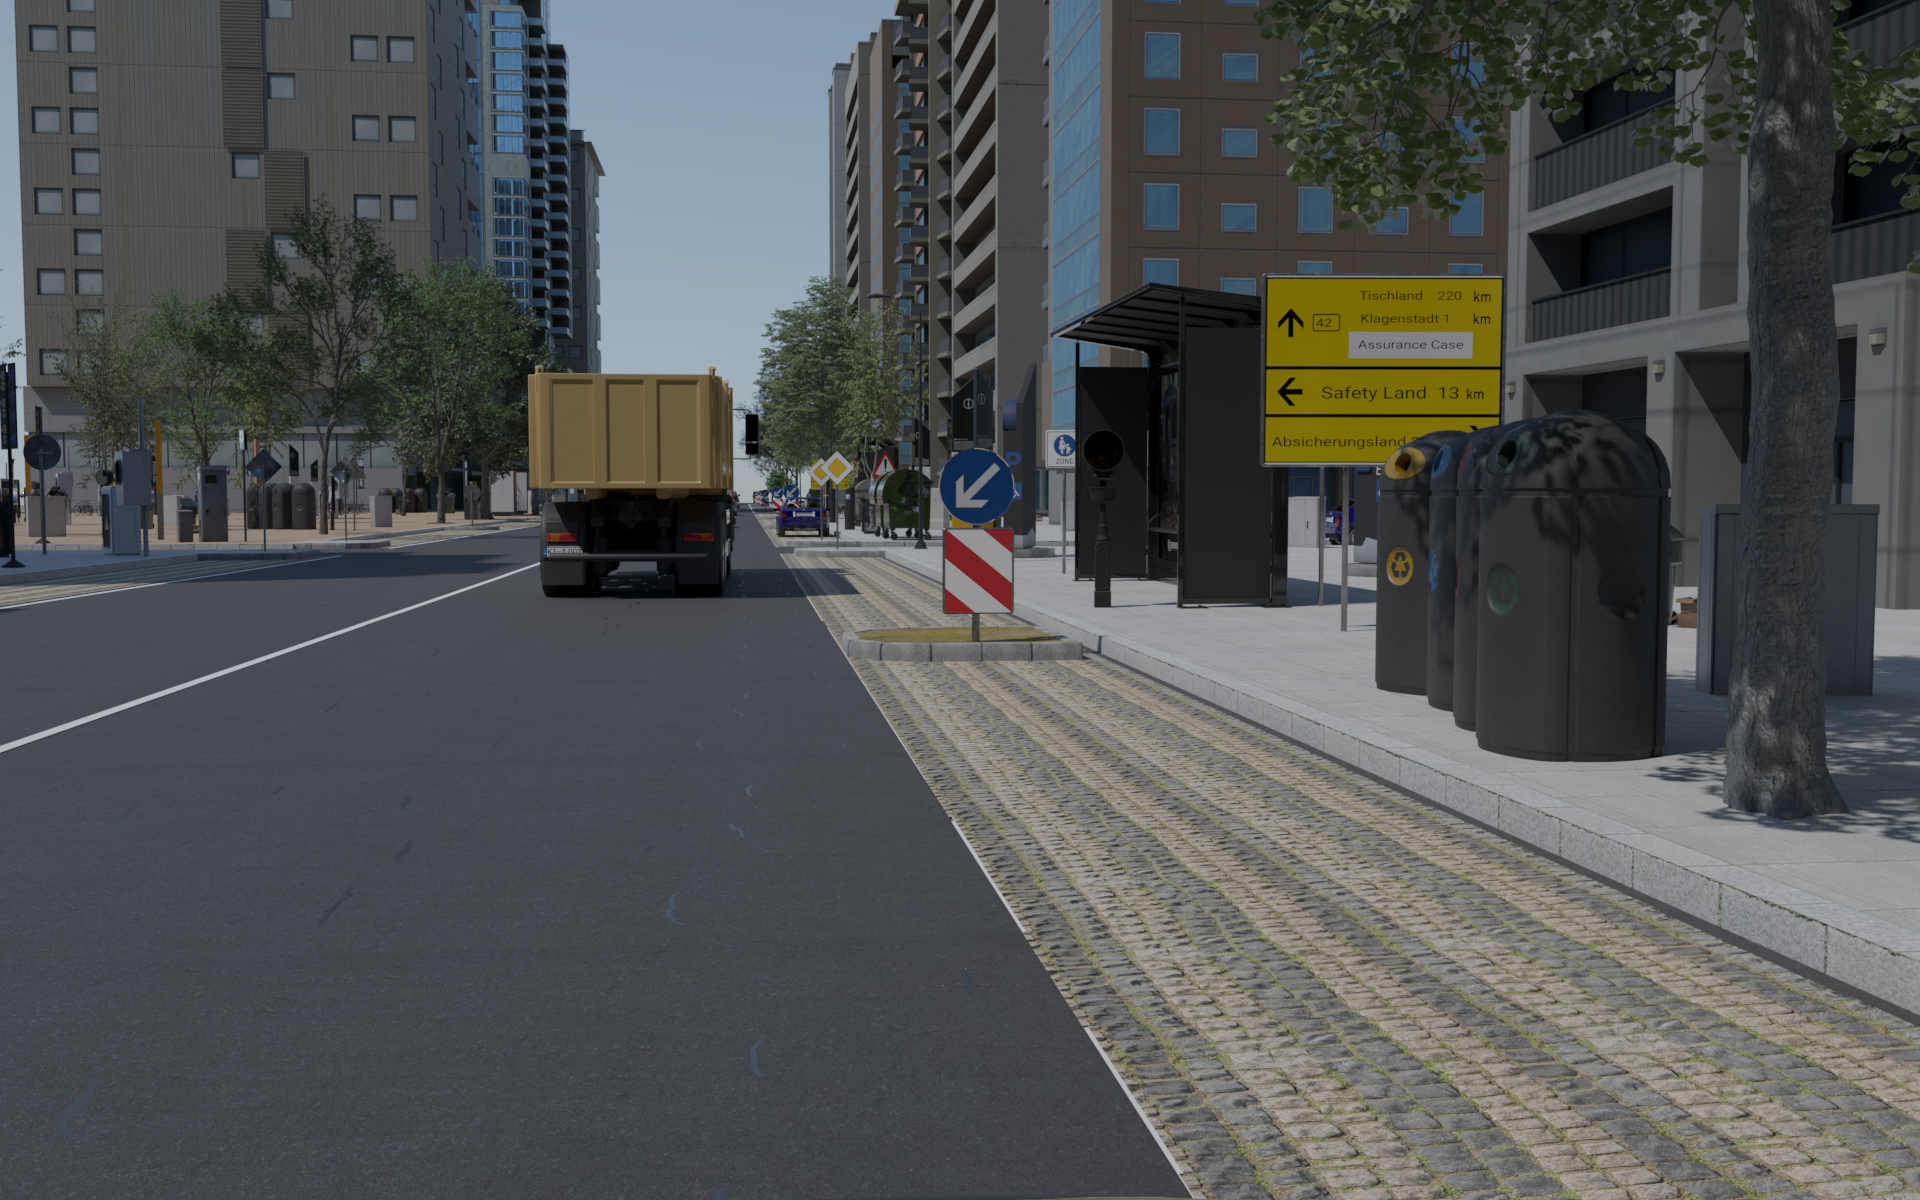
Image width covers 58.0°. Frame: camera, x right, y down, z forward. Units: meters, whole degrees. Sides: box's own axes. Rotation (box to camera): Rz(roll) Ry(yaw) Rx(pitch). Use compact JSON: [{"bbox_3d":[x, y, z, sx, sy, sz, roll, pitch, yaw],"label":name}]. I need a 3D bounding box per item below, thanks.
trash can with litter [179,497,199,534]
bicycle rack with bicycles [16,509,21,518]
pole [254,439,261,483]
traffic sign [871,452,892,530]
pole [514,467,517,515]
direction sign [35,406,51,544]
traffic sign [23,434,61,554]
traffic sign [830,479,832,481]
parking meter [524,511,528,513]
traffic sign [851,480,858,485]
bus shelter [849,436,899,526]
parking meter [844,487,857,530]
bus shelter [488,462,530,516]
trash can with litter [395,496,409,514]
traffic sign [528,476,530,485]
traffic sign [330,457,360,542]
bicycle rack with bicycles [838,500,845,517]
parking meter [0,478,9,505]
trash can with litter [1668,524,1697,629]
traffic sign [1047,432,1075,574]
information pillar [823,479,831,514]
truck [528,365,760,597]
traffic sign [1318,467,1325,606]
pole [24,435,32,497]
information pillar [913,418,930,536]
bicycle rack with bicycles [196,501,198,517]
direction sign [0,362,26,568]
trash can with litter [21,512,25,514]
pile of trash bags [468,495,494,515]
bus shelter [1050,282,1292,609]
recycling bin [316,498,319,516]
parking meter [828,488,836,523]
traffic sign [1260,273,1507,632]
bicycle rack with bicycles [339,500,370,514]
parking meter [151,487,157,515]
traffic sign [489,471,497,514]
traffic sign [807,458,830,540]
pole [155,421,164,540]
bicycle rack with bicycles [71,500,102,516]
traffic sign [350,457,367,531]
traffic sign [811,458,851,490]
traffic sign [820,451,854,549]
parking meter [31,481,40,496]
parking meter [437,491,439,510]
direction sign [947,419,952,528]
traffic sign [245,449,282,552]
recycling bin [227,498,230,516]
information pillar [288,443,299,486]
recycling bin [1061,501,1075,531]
[{"bbox_3d":[-25.046,-2.760,56.518,1.055,1.170,0.624,3,5,45],"label":"trash can with litter"},{"bbox_3d":[-51.202,-4.835,92.441,2.852,0.926,2.925,-1,4,-16],"label":"bicycle rack with bicycles"},{"bbox_3d":[-26.212,-4.331,64.651,0.158,3.312,0.155,0,3,0],"label":"pole"},{"bbox_3d":[-2.281,-3.250,53.140,0.884,2.594,0.081,0,4,1],"label":"traffic sign"},{"bbox_3d":[-27.257,-6.872,106.202,0.158,3.312,0.155,0,3,0],"label":"pole"},{"bbox_3d":[-23.826,-3.235,44.883,0.379,3.537,0.876,-1,4,-19],"label":"direction sign"},{"bbox_3d":[-19.475,-2.242,36.770,0.768,2.556,0.104,0,4,-7],"label":"traffic sign"},{"bbox_3d":[-5.326,-4.563,74.708,0.768,2.556,0.104,0,4,-7],"label":"traffic sign"},{"bbox_3d":[-28.875,-6.515,114.925,0.372,1.533,0.369,0,3,0],"label":"parking meter"},{"bbox_3d":[-6.274,-6.057,99.041,0.884,2.594,0.081,0,4,-2],"label":"traffic sign"},{"bbox_3d":[-3.641,-5.030,73.517,1.731,3.624,6.357,0,4,-7],"label":"bus shelter"},{"bbox_3d":[-3.956,-3.287,62.155,0.372,1.533,0.369,0,3,0],"label":"parking meter"},{"bbox_3d":[-26.697,-6.606,101.926,2.014,3.302,5.546,0,4,-7],"label":"bus shelter"},{"bbox_3d":[-35.425,-6.021,109.835,0.624,1.170,1.055,0,4,3],"label":"trash can with litter"},{"bbox_3d":[-28.004,-6.939,113.565,0.768,2.556,0.104,0,4,2],"label":"traffic sign"},{"bbox_3d":[-16.491,-2.620,46.478,0.795,2.450,0.064,0,4,-7],"label":"traffic sign"},{"bbox_3d":[-8.564,-5.842,108.897,2.852,0.926,2.925,-1,4,-18],"label":"bicycle rack with bicycles"},{"bbox_3d":[-35.398,-3.579,64.232,0.255,1.863,0.399,-2,4,-35],"label":"parking meter"},{"bbox_3d":[6.965,-0.335,16.868,0.624,1.170,1.055,-3,5,-41],"label":"trash can with litter"},{"bbox_3d":[1.674,-1.571,27.812,0.606,2.300,0.079,0,4,-5],"label":"traffic sign"},{"bbox_3d":[-6.433,-4.861,83.974,0.304,2.012,0.304,-1,4,-22],"label":"information pillar"},{"bbox_3d":[-4.984,-1.956,27.899,3.469,3.379,9.791,0,4,-6],"label":"truck"},{"bbox_3d":[4.127,-1.078,19.749,0.606,2.300,0.079,0,4,-4],"label":"traffic sign"},{"bbox_3d":[-32.108,-4.027,59.682,0.158,3.312,0.155,0,3,0],"label":"pole"},{"bbox_3d":[-1.156,-3.751,52.687,0.504,3.616,0.183,0,4,7],"label":"information pillar"},{"bbox_3d":[-42.237,-4.992,94.999,2.852,0.926,2.925,-3,5,-41],"label":"bicycle rack with bicycles"},{"bbox_3d":[-16.547,-2.335,30.171,0.379,3.537,0.876,-3,5,-44],"label":"direction sign"},{"bbox_3d":[-61.439,-6.208,112.554,1.678,1.210,2.233,-3,5,-41],"label":"trash can with litter"},{"bbox_3d":[-29.961,-6.061,108.850,1.912,1.369,3.447,-1,4,-13],"label":"pile of trash bags"},{"bbox_3d":[2.565,-1.906,22.448,1.731,3.624,6.357,0,4,-7],"label":"bus shelter"},{"bbox_3d":[-37.651,-5.374,100.412,0.722,1.027,0.722,1,4,9],"label":"recycling bin"},{"bbox_3d":[-5.694,-4.213,77.288,0.372,1.533,0.369,0,3,0],"label":"parking meter"},{"bbox_3d":[3.908,-1.358,16.069,2.265,3.308,0.079,0,4,-1],"label":"traffic sign"},{"bbox_3d":[-39.533,-6.054,112.358,2.852,0.926,2.925,3,5,43],"label":"bicycle rack with bicycles"},{"bbox_3d":[-49.357,-6.141,106.111,0.399,1.863,0.255,1,4,22],"label":"parking meter"},{"bbox_3d":[-25.910,-5.838,95.563,0.768,2.556,0.104,0,4,-6],"label":"traffic sign"},{"bbox_3d":[-3.844,-2.716,48.048,0.795,2.450,0.064,0,4,-7],"label":"traffic sign"},{"bbox_3d":[-22.356,-3.335,48.364,0.158,3.312,0.155,0,3,0],"label":"pole"},{"bbox_3d":[-51.079,-5.335,100.608,2.852,0.926,2.925,-3,5,-44],"label":"bicycle rack with bicycles"},{"bbox_3d":[-21.071,-3.682,60.208,0.884,2.594,0.081,0,4,1],"label":"traffic sign"},{"bbox_3d":[-7.360,-6.402,98.550,2.265,3.308,0.079,0,4,-5],"label":"traffic sign"},{"bbox_3d":[-2.845,-2.231,40.125,0.795,2.450,0.064,0,4,-7],"label":"traffic sign"},{"bbox_3d":[-40.846,-4.333,76.548,0.399,1.863,0.255,2,4,28],"label":"parking meter"},{"bbox_3d":[-34.725,-6.555,115.589,0.372,1.533,0.369,0,3,0],"label":"parking meter"},{"bbox_3d":[-0.225,-3.701,52.500,0.379,3.537,0.876,1,4,20],"label":"direction sign"},{"bbox_3d":[-15.492,-2.135,38.556,0.795,2.450,0.064,0,4,-7],"label":"traffic sign"},{"bbox_3d":[-43.499,-5.467,101.945,0.722,1.027,0.722,0,4,6],"label":"recycling bin"},{"bbox_3d":[-30.886,-5.441,80.320,0.183,3.616,0.504,3,4,37],"label":"information pillar"},{"bbox_3d":[3.900,-2.899,59.956,0.722,1.027,0.722,0,4,-7],"label":"recycling bin"}]
